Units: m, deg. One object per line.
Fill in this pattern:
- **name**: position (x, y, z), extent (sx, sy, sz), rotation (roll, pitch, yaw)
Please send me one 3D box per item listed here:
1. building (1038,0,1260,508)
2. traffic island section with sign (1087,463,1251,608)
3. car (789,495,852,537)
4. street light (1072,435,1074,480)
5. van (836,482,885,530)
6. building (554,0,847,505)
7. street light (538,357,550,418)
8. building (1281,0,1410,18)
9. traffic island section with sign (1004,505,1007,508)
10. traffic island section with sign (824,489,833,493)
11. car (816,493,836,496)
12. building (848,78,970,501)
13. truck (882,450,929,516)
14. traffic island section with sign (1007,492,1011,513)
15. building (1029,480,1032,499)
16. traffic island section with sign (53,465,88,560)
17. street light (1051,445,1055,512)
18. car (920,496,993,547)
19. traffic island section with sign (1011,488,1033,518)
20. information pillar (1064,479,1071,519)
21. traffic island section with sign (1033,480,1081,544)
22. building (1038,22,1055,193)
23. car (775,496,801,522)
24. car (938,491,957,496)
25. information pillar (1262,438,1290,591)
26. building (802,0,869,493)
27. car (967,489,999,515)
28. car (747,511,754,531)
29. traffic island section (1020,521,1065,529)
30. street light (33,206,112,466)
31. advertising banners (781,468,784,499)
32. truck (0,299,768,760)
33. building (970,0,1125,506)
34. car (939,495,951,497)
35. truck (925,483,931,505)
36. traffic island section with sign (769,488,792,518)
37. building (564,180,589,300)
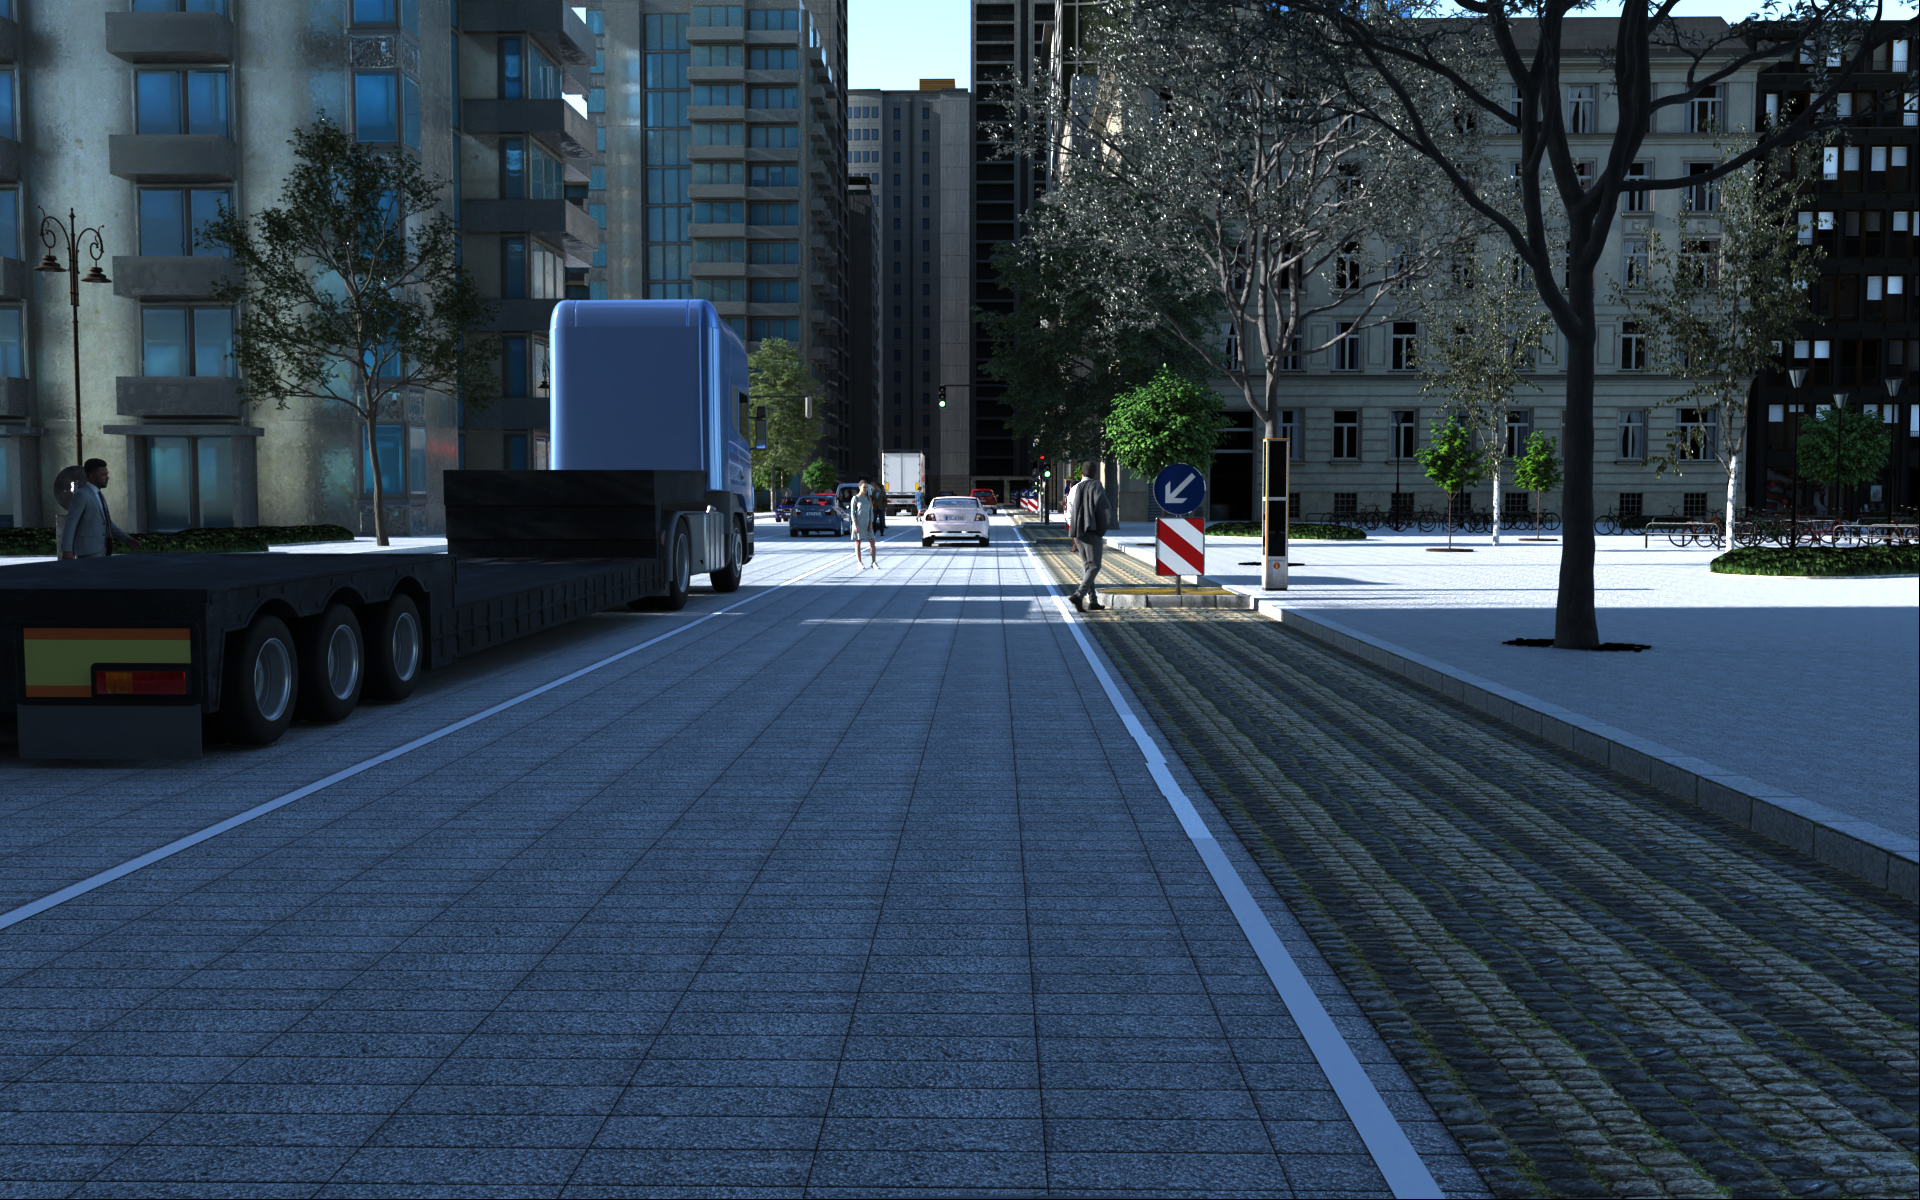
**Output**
- **building**: position (17.488, -44.565, 166.890), extent (20.563, 71.187, 20.611), rotation (0, 4, 1)
- **traffic island section with sign**: position (2.681, -0.858, 22.651), extent (1.989, 1.847, 2.006), rotation (0, 4, 1)
- **car**: position (-4.753, -2.885, 59.174), extent (2.014, 1.417, 4.499), rotation (0, 4, 2)
- **street light**: position (6.136, -7.424, 94.164), extent (0.468, 5.910, 1.993), rotation (0, 4, 1)
- **van**: position (-4.007, -3.753, 68.371), extent (2.013, 2.044, 4.112), rotation (0, 4, 2)
- **building**: position (-23.836, -33.722, 170.967), extent (23.786, 49.044, 30.456), rotation (0, 4, 1)
- **street light**: position (-13.812, -5.241, 58.481), extent (0.468, 5.910, 1.993), rotation (0, 4, 1)
- **building**: position (51.980, -57.112, 246.445), extent (31.000, 86.520, 22.319), rotation (0, 4, 1)
- **traffic island section with sign**: position (5.754, -10.586, 181.703), extent (1.989, 1.847, 2.006), rotation (0, 4, 1)
- **traffic island section with sign**: position (-10.014, -7.573, 132.441), extent (1.989, 1.847, 2.006), rotation (0, 4, 1)
- **car**: position (-7.431, -5.356, 96.612), extent (2.155, 1.783, 4.494), rotation (0, 4, 2)
- **building**: position (-12.504, -43.248, 249.108), extent (28.212, 58.520, 21.231), rotation (0, 4, 1)
- **truck**: position (-3.624, -7.716, 115.070), extent (2.839, 4.237, 11.283), rotation (0, 4, 1)
- **traffic island section with sign**: position (4.799, -7.555, 132.148), extent (1.989, 1.847, 2.006), rotation (0, 4, 1)
- **building**: position (24.925, -32.203, 218.399), extent (32.217, 40.220, 23.993), rotation (0, 4, 1)
- **traffic island section with sign**: position (-12.133, -0.895, 23.258), extent (1.989, 1.847, 2.006), rotation (0, 4, 1)
- **street light**: position (6.658, -9.288, 124.645), extent (0.468, 5.910, 1.993), rotation (0, 4, 1)
- **car**: position (-0.107, -2.218, 48.625), extent (2.083, 1.381, 4.827), rotation (0, 4, 0)
- **traffic island section with sign**: position (4.282, -5.906, 105.197), extent (1.989, 1.847, 2.006), rotation (0, 4, 1)
- **information pillar**: position (5.415, -5.041, 86.915), extent (0.304, 2.012, 0.304), rotation (0, 4, -7)
- **traffic island section with sign**: position (3.201, -2.527, 49.946), extent (1.989, 1.847, 2.006), rotation (0, 4, 1)
- **building**: position (23.287, -36.830, 191.403), extent (28.713, 52.752, 27.495), rotation (0, 4, 1)
- **car**: position (-8.443, -4.685, 89.174), extent (1.945, 1.354, 3.894), rotation (0, 4, 3)
- **car**: position (-1.527, -12.205, 208.227), extent (2.281, 1.827, 5.304), rotation (0, 4, 2)
- **information pillar**: position (4.190, -1.132, 23.004), extent (0.304, 2.012, 0.304), rotation (0, 4, 1)
- **building**: position (-20.986, -46.345, 195.997), extent (20.563, 71.187, 20.611), rotation (0, 4, 1)
- **car**: position (1.604, -6.970, 122.638), extent (2.281, 1.827, 5.304), rotation (0, 4, 2)
- **car**: position (-8.609, -3.303, 63.795), extent (2.009, 1.686, 4.222), rotation (0, 4, -1)
- **traffic island section**: position (3.781, -3.528, 79.968), extent (2.009, 0.180, 2.903), rotation (0, 4, 1)
- **street light**: position (-14.328, -3.384, 28.119), extent (0.468, 5.910, 1.993), rotation (0, 4, 1)
- **advertising banners**: position (-12.115, -7.532, 119.328), extent (0.090, 3.025, 2.074), rotation (0, 4, 6)
- **truck**: position (-4.736, -1.742, 18.238), extent (2.967, 4.110, 18.799), rotation (0, 4, 2)
- **building**: position (11.889, -49.497, 247.527), extent (20.611, 71.187, 20.563), rotation (0, 4, 1)
- **car**: position (-1.471, -9.866, 173.889), extent (1.945, 1.354, 3.894), rotation (0, 4, 2)
- **truck**: position (-5.355, -14.242, 222.619), extent (2.967, 4.110, 18.799), rotation (0, 4, 2)
- **traffic island section with sign**: position (-10.538, -5.924, 105.491), extent (1.989, 1.847, 2.006), rotation (0, 4, 1)
- **building**: position (-39.796, -34.593, 220.217), extent (28.867, 44.769, 22.147), rotation (0, 4, 1)
